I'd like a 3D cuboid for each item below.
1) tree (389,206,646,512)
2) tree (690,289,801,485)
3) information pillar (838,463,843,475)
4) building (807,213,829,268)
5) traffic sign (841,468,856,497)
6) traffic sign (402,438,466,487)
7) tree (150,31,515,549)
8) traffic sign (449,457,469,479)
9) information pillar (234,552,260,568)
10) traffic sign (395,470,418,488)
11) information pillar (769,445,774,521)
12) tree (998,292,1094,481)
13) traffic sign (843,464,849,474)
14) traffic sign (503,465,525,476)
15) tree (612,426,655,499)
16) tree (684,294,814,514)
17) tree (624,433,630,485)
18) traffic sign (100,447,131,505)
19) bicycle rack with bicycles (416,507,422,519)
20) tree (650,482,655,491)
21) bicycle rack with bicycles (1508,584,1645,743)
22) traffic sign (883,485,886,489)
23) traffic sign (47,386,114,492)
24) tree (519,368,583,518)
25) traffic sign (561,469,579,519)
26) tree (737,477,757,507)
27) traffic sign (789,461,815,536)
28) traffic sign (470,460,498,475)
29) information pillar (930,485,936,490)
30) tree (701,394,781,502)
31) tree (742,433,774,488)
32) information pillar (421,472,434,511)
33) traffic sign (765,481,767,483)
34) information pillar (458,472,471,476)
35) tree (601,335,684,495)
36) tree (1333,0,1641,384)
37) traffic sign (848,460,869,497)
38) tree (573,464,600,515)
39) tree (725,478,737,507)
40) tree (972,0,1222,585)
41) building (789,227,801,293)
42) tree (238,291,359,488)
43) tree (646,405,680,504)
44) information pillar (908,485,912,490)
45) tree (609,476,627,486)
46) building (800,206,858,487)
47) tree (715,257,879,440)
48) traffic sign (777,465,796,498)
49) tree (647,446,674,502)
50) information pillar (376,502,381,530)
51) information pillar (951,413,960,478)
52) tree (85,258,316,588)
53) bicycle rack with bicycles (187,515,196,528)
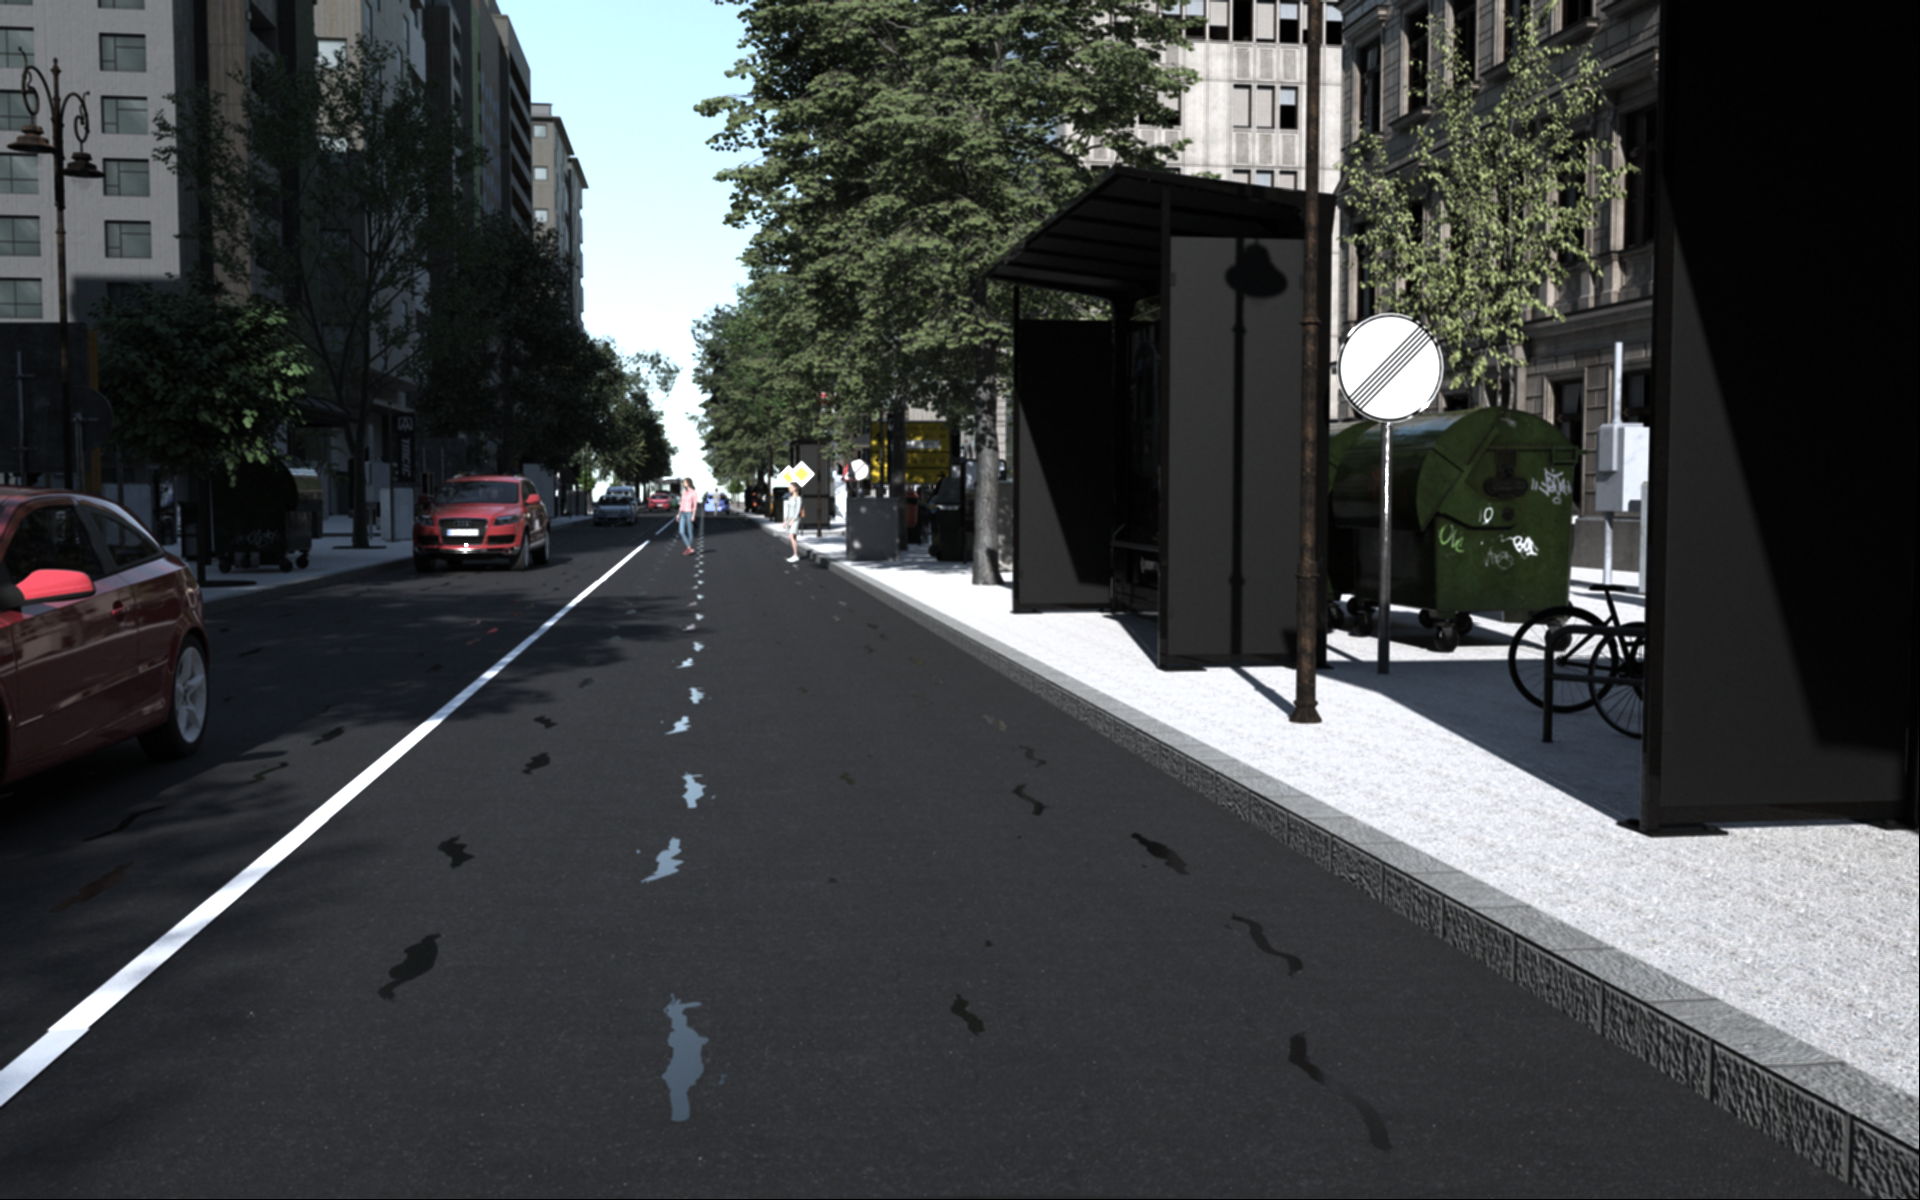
[{"bbox_3d":[-18.004,-9.310,69.219,9.611,12.733,9.660,0,3,0],"label":"tree"},{"bbox_3d":[-17.130,-18.225,153.875,12.611,20.169,13.585,0,3,0],"label":"tree"},{"bbox_3d":[-8.567,-8.052,123.005,0.504,3.616,0.183,-1,4,-9],"label":"information pillar"},{"bbox_3d":[-15.314,-34.759,251.905,14.154,41.232,14.086,-1,4,-8],"label":"building"},{"bbox_3d":[-4.333,-4.243,69.382,0.884,2.594,0.081,0,4,-4],"label":"traffic sign"},{"bbox_3d":[-19.103,-4.220,62.875,2.265,3.308,0.079,0,4,-7],"label":"traffic sign"},{"bbox_3d":[-14.230,-7.010,40.371,9.928,11.665,9.643,0,3,0],"label":"tree"},{"bbox_3d":[-17.721,-3.762,61.518,0.884,2.594,0.081,0,4,1],"label":"traffic sign"},{"bbox_3d":[-12.388,-1.562,30.038,0.304,2.012,0.304,1,4,11],"label":"information pillar"},{"bbox_3d":[-19.350,-3.633,60.591,0.795,2.450,0.064,0,4,1],"label":"traffic sign"},{"bbox_3d":[-9.072,-5.624,83.303,0.183,3.616,0.504,-1,4,-11],"label":"information pillar"},{"bbox_3d":[2.812,-6.173,51.299,4.737,8.622,4.395,0,3,0],"label":"tree"},{"bbox_3d":[-4.386,-4.327,70.847,0.768,2.556,0.104,0,4,-1],"label":"traffic sign"},{"bbox_3d":[-15.209,-3.387,59.027,0.795,2.450,0.064,-1,4,-8],"label":"traffic sign"},{"bbox_3d":[-29.742,-12.389,152.917,4.737,8.622,4.395,0,3,0],"label":"tree"},{"bbox_3d":[-12.679,-12.478,110.670,9.857,13.997,8.962,0,3,0],"label":"tree"},{"bbox_3d":[-35.905,-16.810,192.969,7.486,12.596,7.792,0,3,0],"label":"tree"},{"bbox_3d":[-12.802,-1.609,26.415,0.768,2.556,0.104,0,4,1],"label":"traffic sign"},{"bbox_3d":[-26.271,-4.553,87.829,2.852,0.926,2.925,0,4,-2],"label":"bicycle rack with bicycles"},{"bbox_3d":[-49.931,-20.473,285.101,4.360,8.622,3.978,0,3,0],"label":"tree"},{"bbox_3d":[4.258,0.257,9.188,2.925,0.926,2.852,3,5,44],"label":"bicycle rack with bicycles"},{"bbox_3d":[-2.768,-3.883,63.598,0.768,2.556,0.104,0,4,-6],"label":"traffic sign"},{"bbox_3d":[-10.375,-1.244,20.448,0.768,2.556,0.104,0,4,-2],"label":"traffic sign"},{"bbox_3d":[-21.916,-8.801,94.256,4.737,8.622,4.395,0,3,0],"label":"tree"},{"bbox_3d":[-19.928,-5.413,88.506,0.884,2.594,0.081,0,4,-4],"label":"traffic sign"},{"bbox_3d":[-19.875,-10.438,165.267,1.663,3.219,1.824,0,3,0],"label":"tree"},{"bbox_3d":[-4.794,-2.986,52.470,0.795,2.450,0.064,-1,4,-8],"label":"traffic sign"},{"bbox_3d":[-14.041,-2.904,51.128,0.795,2.450,0.064,-1,4,-8],"label":"traffic sign"},{"bbox_3d":[-1.289,-4.982,85.939,0.304,2.012,0.304,2,4,35],"label":"information pillar"},{"bbox_3d":[-15.255,-11.883,128.697,8.767,10.594,7.601,0,4,-2],"label":"tree"},{"bbox_3d":[-16.329,-11.647,140.796,4.737,8.622,4.395,0,3,0],"label":"tree"},{"bbox_3d":[-17.991,-3.306,58.539,0.304,2.012,0.304,1,4,16],"label":"information pillar"},{"bbox_3d":[-15.186,-8.058,133.874,0.606,2.300,0.079,0,4,1],"label":"traffic sign"},{"bbox_3d":[-16.706,-3.302,58.475,0.304,2.012,0.304,3,4,36],"label":"information pillar"},{"bbox_3d":[-39.695,-21.445,206.514,12.611,20.169,13.585,0,3,0],"label":"tree"},{"bbox_3d":[7.743,-4.603,25.617,4.737,8.622,4.395,0,3,0],"label":"tree"},{"bbox_3d":[-3.767,-3.920,64.203,0.768,2.556,0.104,0,4,1],"label":"traffic sign"},{"bbox_3d":[-23.317,-6.908,107.547,1.663,3.219,1.824,0,3,0],"label":"tree"},{"bbox_3d":[-23.021,-11.236,178.317,1.663,3.219,1.824,0,3,0],"label":"tree"},{"bbox_3d":[-0.035,-6.484,24.139,7.486,12.596,7.792,0,3,0],"label":"tree"},{"bbox_3d":[-16.733,-40.418,284.530,21.300,48.544,21.600,-1,4,-8],"label":"building"},{"bbox_3d":[-24.907,-6.817,61.823,4.737,8.622,4.395,0,3,0],"label":"tree"},{"bbox_3d":[-26.148,-12.517,121.657,9.611,12.733,9.660,0,3,0],"label":"tree"},{"bbox_3d":[-3.373,-7.024,119.336,0.304,2.012,0.304,3,5,41],"label":"information pillar"},{"bbox_3d":[-31.018,-9.935,157.044,1.663,3.219,1.824,0,3,0],"label":"tree"},{"bbox_3d":[-17.070,-37.656,265.791,14.600,45.320,14.200,-1,4,-8],"label":"building"},{"bbox_3d":[-6.967,-9.175,75.759,9.928,11.665,9.643,0,3,0],"label":"tree"},{"bbox_3d":[-5.962,-3.470,60.370,0.795,2.450,0.064,-1,4,-8],"label":"traffic sign"},{"bbox_3d":[-42.801,-18.598,238.483,7.601,10.594,8.767,0,4,3],"label":"tree"},{"bbox_3d":[-20.711,-3.519,62.028,0.304,2.012,0.304,2,4,30],"label":"information pillar"},{"bbox_3d":[-0.211,-3.557,49.516,0.504,3.616,0.183,0,4,2],"label":"information pillar"},{"bbox_3d":[-10.680,-2.477,24.205,4.285,4.588,4.351,0,3,0],"label":"tree"},{"bbox_3d":[-29.987,-3.165,65.123,2.925,0.926,2.852,-2,4,-34],"label":"bicycle rack with bicycles"}]
